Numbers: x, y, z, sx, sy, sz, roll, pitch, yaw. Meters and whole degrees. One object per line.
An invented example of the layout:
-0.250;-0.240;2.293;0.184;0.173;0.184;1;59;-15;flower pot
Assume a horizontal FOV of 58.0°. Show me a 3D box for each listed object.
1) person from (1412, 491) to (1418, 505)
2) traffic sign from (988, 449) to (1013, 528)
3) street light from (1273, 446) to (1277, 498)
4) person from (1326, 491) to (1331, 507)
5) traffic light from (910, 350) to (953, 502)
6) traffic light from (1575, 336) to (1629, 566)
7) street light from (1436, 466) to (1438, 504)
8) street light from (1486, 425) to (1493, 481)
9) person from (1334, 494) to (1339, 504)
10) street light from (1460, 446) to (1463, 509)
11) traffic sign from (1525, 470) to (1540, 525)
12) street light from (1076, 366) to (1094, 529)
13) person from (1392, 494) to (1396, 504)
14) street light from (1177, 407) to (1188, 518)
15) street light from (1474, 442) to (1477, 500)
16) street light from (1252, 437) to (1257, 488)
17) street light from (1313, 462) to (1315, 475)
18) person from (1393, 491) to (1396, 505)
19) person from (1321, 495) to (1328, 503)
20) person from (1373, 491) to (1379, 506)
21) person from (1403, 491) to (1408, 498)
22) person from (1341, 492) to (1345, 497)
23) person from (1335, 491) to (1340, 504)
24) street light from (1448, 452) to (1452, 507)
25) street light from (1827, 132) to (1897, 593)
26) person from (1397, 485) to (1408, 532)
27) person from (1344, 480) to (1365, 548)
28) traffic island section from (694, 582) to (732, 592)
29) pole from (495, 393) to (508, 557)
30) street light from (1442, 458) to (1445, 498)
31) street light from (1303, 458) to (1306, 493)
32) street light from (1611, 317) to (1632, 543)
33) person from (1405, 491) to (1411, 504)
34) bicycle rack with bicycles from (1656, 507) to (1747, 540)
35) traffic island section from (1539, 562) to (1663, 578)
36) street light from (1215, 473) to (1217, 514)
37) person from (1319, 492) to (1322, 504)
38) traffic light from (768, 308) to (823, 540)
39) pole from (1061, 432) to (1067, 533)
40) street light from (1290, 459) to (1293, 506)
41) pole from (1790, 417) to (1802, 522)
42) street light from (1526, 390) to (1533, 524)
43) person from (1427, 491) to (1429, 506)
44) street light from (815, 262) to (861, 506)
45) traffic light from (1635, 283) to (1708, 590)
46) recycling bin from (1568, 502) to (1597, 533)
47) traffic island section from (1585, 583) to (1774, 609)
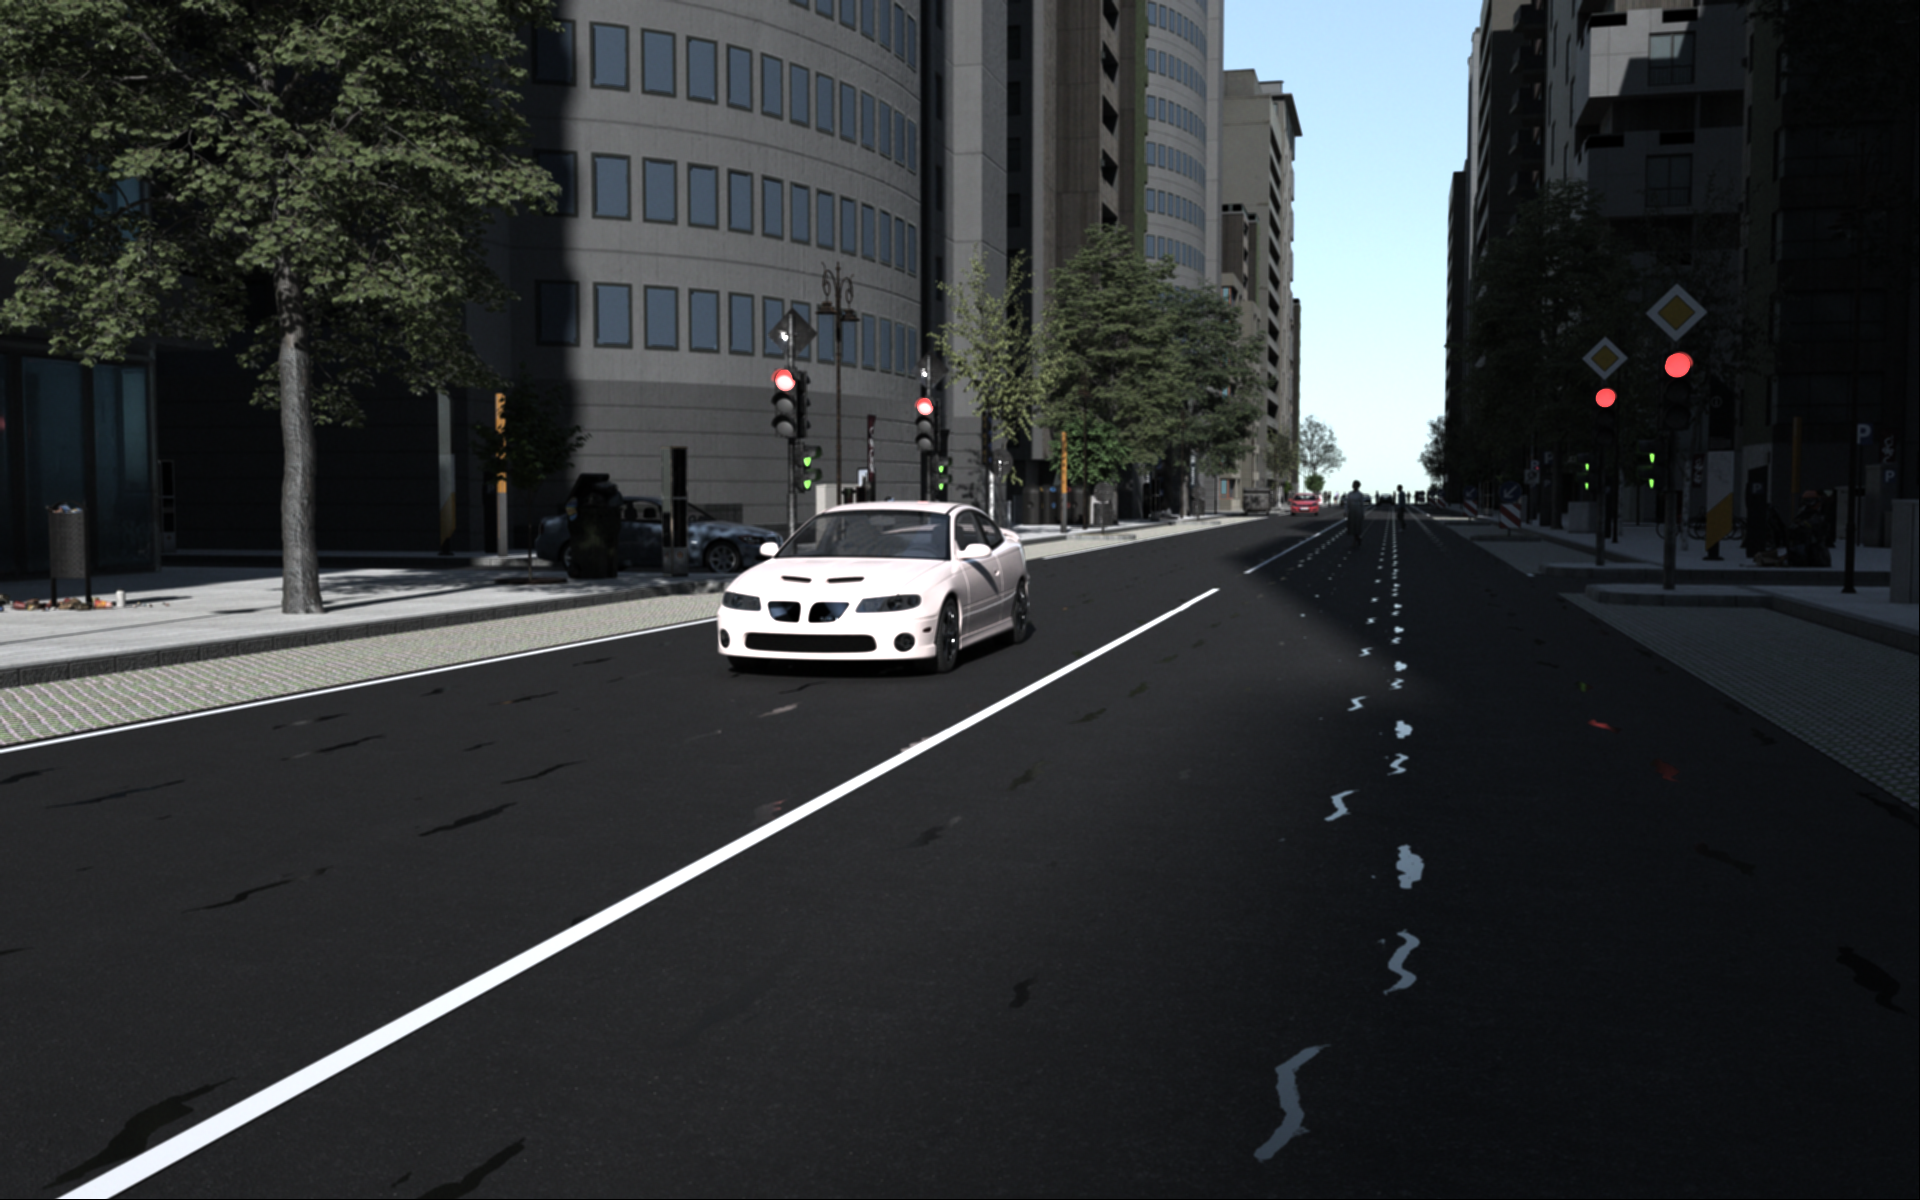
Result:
55.061;-12.278;209.205;0.705;1.831;1.348;3;5;42;person
1.120;-2.970;48.668;0.768;2.556;0.104;1;4;23;traffic sign
30.106;-11.783;165.436;0.468;5.910;1.993;1;4;14;street light
40.920;-11.187;192.226;0.721;1.723;1.217;2;4;29;person
-0.593;-2.752;33.914;0.839;4.253;0.868;1;4;14;traffic light
11.454;-2.569;30.932;0.839;4.253;0.868;1;4;14;traffic light
62.615;-15.558;227.153;0.468;5.910;1.993;1;4;14;street light
31.374;-7.932;102.478;0.468;5.910;1.993;1;4;14;street light
52.417;-14.037;241.239;0.697;1.427;0.421;1;4;22;person
43.132;-10.770;148.871;0.468;5.910;1.993;1;4;14;street light
23.672;-4.256;71.718;0.606;2.300;0.079;1;4;15;traffic sign
4.518;-5.494;62.620;0.468;5.910;1.993;1;4;14;street light
64.765;-15.218;258.003;1.217;1.739;0.721;2;4;26;person
11.692;-7.238;91.124;0.468;5.910;1.993;1;4;14;street light
35.885;-9.022;120.298;0.468;5.910;1.993;1;4;14;street light
23.154;-10.045;137.019;0.468;5.910;1.993;1;4;14;street light
50.447;-16.755;246.734;0.468;5.910;1.993;1;4;14;street light
59.274;-13.946;236.484;0.705;1.831;1.348;0;4;6;person
50.608;-14.150;239.942;1.348;1.812;0.705;3;5;41;person
48.726;-11.863;202.451;0.705;1.826;1.348;3;5;40;person
60.296;-13.879;235.437;1.348;1.822;0.705;3;5;43;person
55.101;-14.619;248.309;1.217;1.735;0.721;-1;4;-12;person
56.981;-15.474;261.371;0.709;1.838;0.599;2;4;34;person
50.131;-12.508;177.294;0.468;5.910;1.993;1;4;14;street light
11.540;-3.029;22.308;0.468;5.910;1.993;1;4;14;street light
16.865;-3.497;66.018;0.444;1.785;0.601;1;4;15;person
10.574;-2.295;46.250;0.641;1.798;0.478;-3;5;-42;person
-2.565;-0.246;26.310;2.009;0.180;2.903;1;4;14;traffic island section
-9.317;-2.528;35.183;0.158;3.312;0.155;0;3;0;pole
55.602;-13.846;199.174;0.468;5.910;1.993;1;4;14;street light
43.373;-15.005;218.115;0.468;5.910;1.993;1;4;14;street light
17.187;-4.433;45.274;0.468;5.910;1.993;1;4;14;street light
64.564;-14.728;249.400;0.705;1.812;1.348;-2;4;-29;person
21.428;-2.179;49.012;2.925;0.926;2.852;2;4;30;bicycle rack with bicycles
11.490;-0.536;31.037;2.009;0.180;2.903;1;4;14;traffic island section
16.097;-8.326;108.914;0.468;5.910;1.993;1;4;14;street light
48.453;-13.670;232.669;0.621;1.740;0.551;-1;4;-17;person
-2.528;-2.278;26.166;0.839;4.253;0.868;1;4;14;traffic light
3.408;-3.854;56.852;0.158;3.312;0.155;0;3;0;pole
36.266;-13.271;189.763;0.468;5.910;1.993;1;4;14;street light
22.083;-3.175;45.759;0.158;3.312;0.155;0;3;0;pole
24.240;-6.174;73.738;0.468;5.910;1.993;1;4;14;street light
54.994;-11.921;203.413;0.705;1.824;1.348;0;4;5;person
-2.426;-3.782;34.623;0.468;5.910;1.993;1;4;14;street light
9.518;-2.096;23.184;0.839;4.253;0.868;1;4;14;traffic light
20.478;-2.716;56.962;0.722;1.027;0.722;3;5;42;recycling bin
9.554;-0.062;23.289;2.009;0.180;2.903;1;4;14;traffic island section
